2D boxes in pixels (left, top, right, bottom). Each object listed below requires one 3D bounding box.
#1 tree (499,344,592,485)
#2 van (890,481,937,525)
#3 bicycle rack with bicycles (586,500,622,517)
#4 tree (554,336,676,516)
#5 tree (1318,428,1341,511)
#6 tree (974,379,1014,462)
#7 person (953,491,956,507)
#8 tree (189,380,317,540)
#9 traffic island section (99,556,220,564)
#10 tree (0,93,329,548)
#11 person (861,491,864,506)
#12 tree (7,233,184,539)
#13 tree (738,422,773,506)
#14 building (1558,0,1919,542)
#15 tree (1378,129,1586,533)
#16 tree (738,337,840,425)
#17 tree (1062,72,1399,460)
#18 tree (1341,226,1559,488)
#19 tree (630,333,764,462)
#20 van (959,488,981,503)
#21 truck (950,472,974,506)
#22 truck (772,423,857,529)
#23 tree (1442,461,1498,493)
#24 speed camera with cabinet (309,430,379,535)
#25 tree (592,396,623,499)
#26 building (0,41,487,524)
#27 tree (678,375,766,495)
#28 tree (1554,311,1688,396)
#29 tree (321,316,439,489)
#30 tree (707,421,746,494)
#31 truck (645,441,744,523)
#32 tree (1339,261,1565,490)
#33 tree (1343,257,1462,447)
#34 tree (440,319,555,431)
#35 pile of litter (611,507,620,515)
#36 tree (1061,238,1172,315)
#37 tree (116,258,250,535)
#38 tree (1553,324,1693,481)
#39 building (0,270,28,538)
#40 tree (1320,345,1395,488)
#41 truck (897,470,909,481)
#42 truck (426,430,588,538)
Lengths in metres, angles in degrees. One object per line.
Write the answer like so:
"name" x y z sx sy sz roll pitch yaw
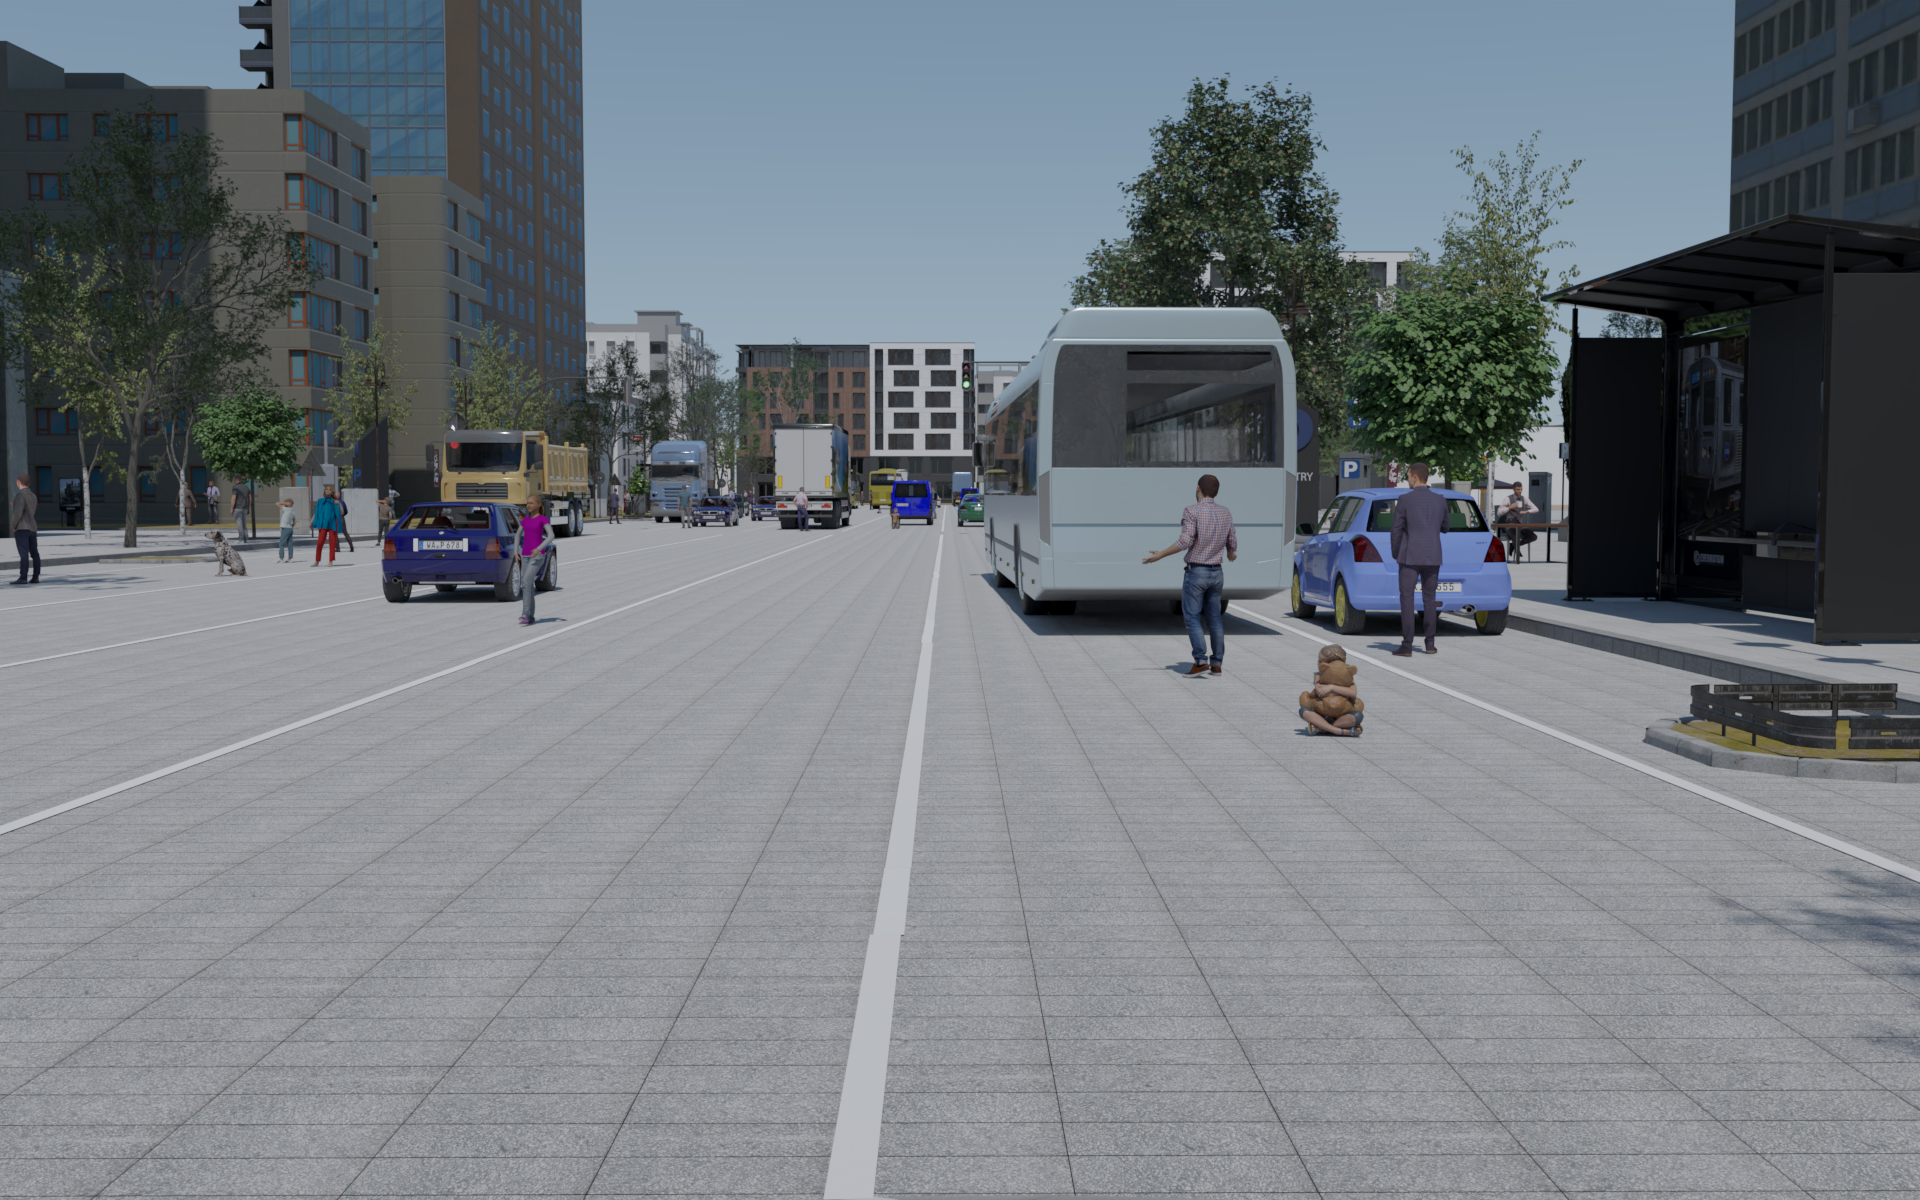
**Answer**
"tree" -20.438 -8.214 84.655 4.360 8.622 3.978 0 3 0
"van" -2.201 -4.683 80.950 2.240 2.365 5.245 0 4 0
"bicycle rack with bicycles" -20.734 -5.242 99.082 2.925 0.926 2.852 -2 4 -29
"tree" -20.400 -10.230 101.668 7.601 10.594 8.767 0 4 6
"tree" 29.734 -12.468 121.973 7.486 12.596 7.792 0 3 0
"tree" 6.227 -16.770 184.565 12.009 13.543 11.850 0 3 0
"person" -0.659 -11.077 190.332 0.721 1.735 1.217 0 4 -4
"tree" -19.908 -3.988 48.916 4.285 4.588 4.351 0 3 0
"traffic island section" -16.703 -0.837 36.550 1.991 0.108 1.994 0 4 0
"tree" -19.670 -6.511 40.874 8.767 10.594 7.601 -3 5 -39
"person" -11.763 -12.249 209.315 0.434 1.755 0.990 1 4 21
"tree" -24.549 -6.032 48.986 4.737 8.622 4.395 0 3 0
"tree" -21.081 -13.907 177.748 4.360 8.622 3.978 0 3 0
"building" 32.318 -21.217 38.787 32.217 40.220 23.993 0 4 0
"tree" 10.897 -5.221 35.725 4.737 8.622 4.395 0 3 0
"tree" -21.003 -21.734 211.237 12.611 20.169 13.585 0 3 0
"tree" 7.373 -7.965 47.244 9.611 12.733 9.660 0 3 0
"tree" 21.548 -9.502 73.482 7.486 12.596 7.792 0 3 0
"tree" -20.105 -13.576 132.329 12.009 13.543 11.850 0 3 0
"van" 1.007 -10.442 175.105 2.240 2.365 5.245 0 4 1
"truck" 0.429 -13.300 207.216 2.967 4.110 18.799 0 4 -1
"truck" -6.159 -5.220 74.254 2.839 4.237 11.283 0 4 0
"tree" 15.404 -3.593 53.342 1.663 3.219 1.824 0 3 0
"speed camera with cabinet" -19.383 -3.680 54.504 0.660 3.252 2.038 3 5 41
"tree" -25.022 -10.247 117.896 4.360 8.622 3.978 0 3 0
"building" -41.869 -14.895 88.565 27.650 21.520 28.899 0 4 0
"tree" -20.503 -13.585 147.874 9.928 11.665 9.643 0 3 0
"tree" 31.019 -8.741 77.336 8.767 10.594 7.601 1 4 15
"tree" -24.742 -7.461 72.348 4.737 8.622 4.395 0 3 0
"tree" -20.876 -12.514 154.971 4.737 8.622 4.395 0 3 0
"truck" -14.000 -6.340 93.412 2.967 4.110 18.799 0 4 0
"tree" 6.871 -2.496 24.518 4.285 4.588 4.351 0 3 0
"tree" 23.263 -10.901 88.603 12.009 13.543 11.850 0 3 0
"tree" -19.278 -7.489 72.801 4.737 8.622 4.395 0 3 0
"pile of litter" -21.103 -5.535 104.466 1.176 0.858 1.719 -1 4 -22
"tree" 7.940 -9.677 76.347 7.486 12.596 7.792 0 3 0
"tree" -24.495 -6.373 54.568 4.360 8.622 3.978 0 3 0
"tree" 53.729 -14.120 132.679 18.604 14.587 13.155 -2 4 -27
"building" -42.938 -44.323 37.355 31.000 86.520 22.319 0 4 0
"tree" 25.903 -11.408 112.276 9.928 11.665 9.643 0 3 0
"truck" -7.225 -13.150 203.916 2.839 4.237 11.283 0 4 -1
"truck" -14.032 -3.597 54.731 3.469 3.379 9.791 0 4 0
